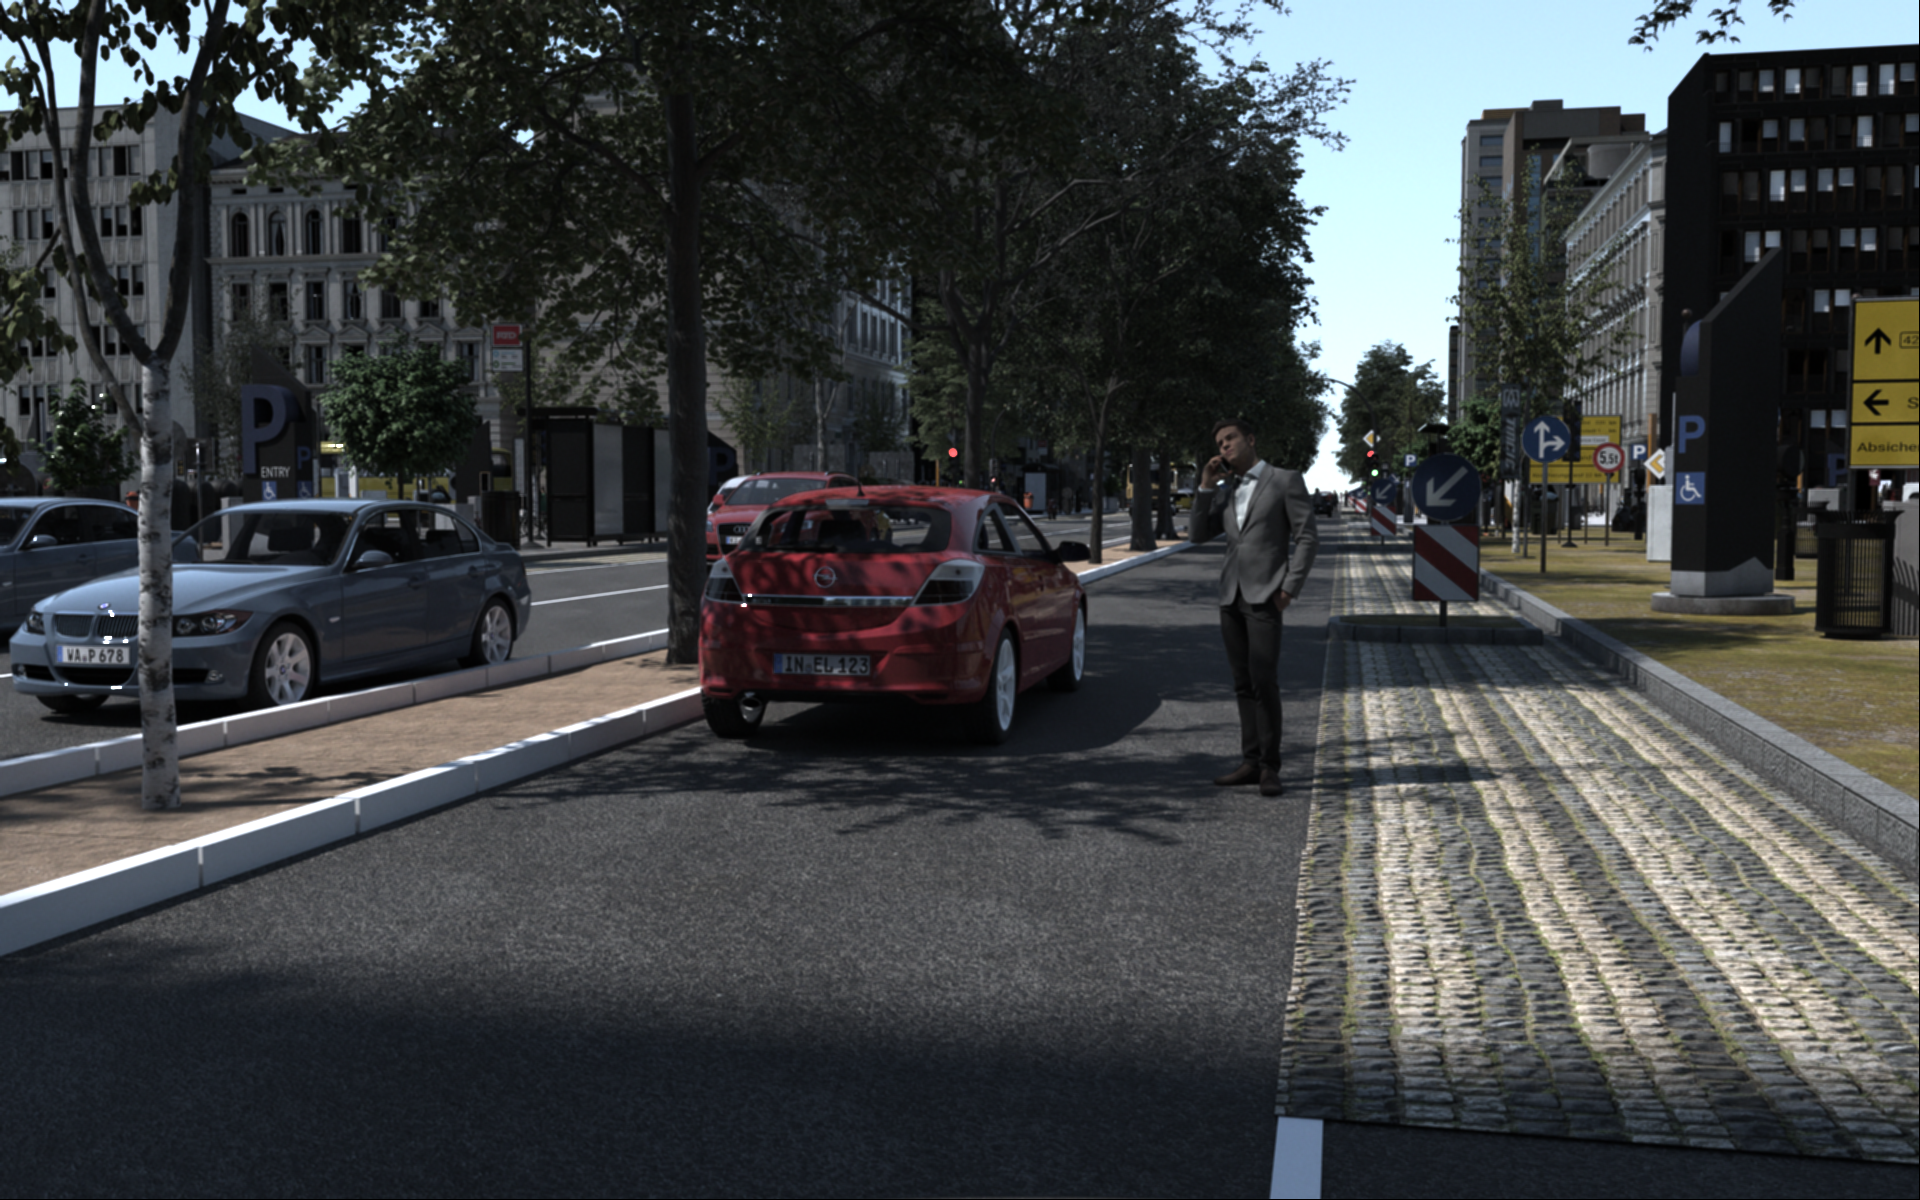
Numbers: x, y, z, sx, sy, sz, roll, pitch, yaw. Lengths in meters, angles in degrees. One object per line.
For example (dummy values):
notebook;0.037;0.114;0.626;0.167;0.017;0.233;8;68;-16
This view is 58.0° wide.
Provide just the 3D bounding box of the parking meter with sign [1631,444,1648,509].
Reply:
parking meter with sign;24.049;-3.978;61.305;0.543;3.016;1.738;2;4;24

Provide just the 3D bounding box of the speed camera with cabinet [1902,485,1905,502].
speed camera with cabinet;14.642;-1.871;24.926;0.660;3.252;2.038;-1;4;-21

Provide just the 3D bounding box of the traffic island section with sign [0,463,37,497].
traffic island section with sign;-11.543;-0.713;20.292;1.989;1.847;2.006;1;4;12

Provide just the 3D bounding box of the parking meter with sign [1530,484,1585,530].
parking meter with sign;21.218;-4.000;61.654;1.738;3.016;0.543;1;4;19

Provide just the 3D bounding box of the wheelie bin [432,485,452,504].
wheelie bin;-18.275;-3.239;60.862;0.693;1.594;0.980;-2;4;-33

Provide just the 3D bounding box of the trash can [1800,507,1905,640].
trash can;7.941;-0.227;15.369;0.748;1.137;0.748;0;3;0

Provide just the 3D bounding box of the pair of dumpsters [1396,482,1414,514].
pair of dumpsters;28.435;-6.638;111.019;1.574;2.255;4.437;1;4;12

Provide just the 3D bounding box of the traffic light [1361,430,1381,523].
traffic light;17.892;-5.292;75.451;0.839;4.253;0.868;1;4;12

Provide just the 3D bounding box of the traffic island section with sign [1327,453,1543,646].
traffic island section with sign;4.717;-0.536;17.387;1.989;1.847;2.006;1;4;12

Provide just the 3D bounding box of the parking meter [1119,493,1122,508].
parking meter;13.965;-8.808;149.726;0.399;1.863;0.255;-1;4;-19

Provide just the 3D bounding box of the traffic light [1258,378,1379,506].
traffic light;14.104;-5.706;67.965;4.771;5.953;1.251;1;4;12

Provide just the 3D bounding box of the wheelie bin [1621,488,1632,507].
wheelie bin;35.144;-5.067;90.745;0.980;1.594;0.693;2;4;27

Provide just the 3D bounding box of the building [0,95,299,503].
building;-54.007;-17.907;110.801;19.932;24.808;12.078;1;4;12

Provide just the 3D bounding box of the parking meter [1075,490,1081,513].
parking meter;8.575;-7.184;125.869;0.372;1.533;0.369;0;3;0

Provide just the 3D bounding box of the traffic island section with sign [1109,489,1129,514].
traffic island section with sign;12.036;-7.228;126.808;1.989;1.847;2.006;1;4;12

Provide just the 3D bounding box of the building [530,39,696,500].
building;-15.896;-19.604;106.426;13.634;28.700;20.117;1;4;12

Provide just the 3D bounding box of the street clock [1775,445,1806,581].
street clock;12.257;-1.292;25.688;0.471;2.002;0.358;-1;4;-23

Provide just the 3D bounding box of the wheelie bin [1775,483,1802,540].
wheelie bin;23.273;-2.506;48.873;0.980;1.594;0.693;0;4;3

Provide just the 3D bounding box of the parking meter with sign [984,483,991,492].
parking meter with sign;1.961;-7.289;115.433;0.543;3.016;1.738;3;5;43

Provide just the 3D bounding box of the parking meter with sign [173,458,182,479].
parking meter with sign;-28.437;-4.019;61.964;1.738;3.016;0.543;3;5;43

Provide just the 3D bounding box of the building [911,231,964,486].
building;-7.387;-19.242;144.291;12.332;23.373;15.834;1;4;12

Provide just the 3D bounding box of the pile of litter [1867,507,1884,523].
pile of litter;39.235;-3.661;73.822;1.719;0.858;1.176;-1;4;-17

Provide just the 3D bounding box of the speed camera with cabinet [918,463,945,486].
speed camera with cabinet;-1.865;-7.641;119.271;2.038;3.252;0.660;1;4;12

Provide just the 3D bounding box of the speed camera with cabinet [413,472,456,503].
speed camera with cabinet;-20.650;-4.557;68.843;2.038;3.252;0.660;0;4;-7

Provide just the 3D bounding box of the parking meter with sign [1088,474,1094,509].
parking meter with sign;11.287;-9.348;149.094;0.543;3.016;1.738;0;4;-6

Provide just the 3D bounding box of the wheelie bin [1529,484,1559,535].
wheelie bin;18.361;-2.845;54.428;0.693;1.594;0.980;-2;4;-31

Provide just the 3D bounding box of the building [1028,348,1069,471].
building;-3.646;-21.355;194.197;27.650;21.520;28.899;1;4;12

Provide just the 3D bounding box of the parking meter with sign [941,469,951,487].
parking meter with sign;-0.842;-6.766;106.892;0.543;3.016;1.738;-2;4;-26

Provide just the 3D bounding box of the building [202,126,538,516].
building;-34.493;-16.956;106.117;19.941;23.489;11.050;1;4;12

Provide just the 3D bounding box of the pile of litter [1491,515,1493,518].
pile of litter;28.826;-4.796;92.381;1.176;0.858;1.719;0;4;-3

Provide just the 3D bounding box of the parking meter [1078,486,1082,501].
parking meter;8.936;-7.614;130.197;0.255;1.863;0.399;-2;4;-29

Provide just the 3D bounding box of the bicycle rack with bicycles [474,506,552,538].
bicycle rack with bicycles;-12.962;-2.334;51.541;2.925;0.926;2.852;2;4;25

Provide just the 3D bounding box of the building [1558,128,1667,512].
building;53.568;-21.131;121.913;17.030;29.872;44.131;1;4;12

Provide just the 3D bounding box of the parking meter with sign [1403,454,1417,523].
parking meter with sign;19.839;-4.906;76.468;0.543;3.016;1.738;1;4;13

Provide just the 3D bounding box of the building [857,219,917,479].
building;-11.812;-20.821;126.325;13.634;28.700;20.117;1;4;12

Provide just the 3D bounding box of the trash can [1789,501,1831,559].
trash can;16.881;-1.394;34.447;0.748;1.137;0.748;0;3;0

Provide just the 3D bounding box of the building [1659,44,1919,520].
building;45.874;-15.897;89.595;15.834;23.373;12.332;1;4;12

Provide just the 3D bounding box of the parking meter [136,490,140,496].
parking meter;-46.418;-5.483;98.062;0.372;1.533;0.369;0;3;0

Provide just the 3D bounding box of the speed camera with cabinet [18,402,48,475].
speed camera with cabinet;-20.068;-2.672;38.031;0.660;3.252;2.038;-1;4;-11

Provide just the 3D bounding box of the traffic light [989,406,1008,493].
traffic light;3.584;-6.358;78.628;4.771;5.953;1.251;1;4;12

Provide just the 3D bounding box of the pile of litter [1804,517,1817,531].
pile of litter;30.125;-2.829;60.220;1.176;0.858;1.719;0;4;-5

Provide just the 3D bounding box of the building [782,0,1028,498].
building;-5.754;-33.292;168.027;21.300;48.544;21.600;1;4;12

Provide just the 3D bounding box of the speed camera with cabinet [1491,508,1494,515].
speed camera with cabinet;30.076;-6.352;98.185;2.038;3.252;0.660;0;4;-6

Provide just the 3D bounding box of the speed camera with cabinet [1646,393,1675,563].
speed camera with cabinet;13.712;-2.374;33.155;0.660;3.252;2.038;2;4;34

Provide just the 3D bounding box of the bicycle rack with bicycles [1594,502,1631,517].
bicycle rack with bicycles;33.735;-4.447;86.098;2.852;0.926;2.925;-1;4;-11

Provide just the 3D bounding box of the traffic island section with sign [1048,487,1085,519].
traffic island section with sign;6.210;-5.618;100.488;1.989;1.847;2.006;1;4;12

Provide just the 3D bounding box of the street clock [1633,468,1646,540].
street clock;18.947;-2.675;48.310;0.358;2.002;0.471;1;4;11

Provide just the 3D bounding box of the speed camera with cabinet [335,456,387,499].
speed camera with cabinet;-25.715;-4.894;74.355;2.038;3.252;0.660;-2;4;-34

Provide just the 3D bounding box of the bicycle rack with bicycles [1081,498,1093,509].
bicycle rack with bicycles;10.976;-8.050;144.994;2.925;0.926;2.852;-3;5;-42

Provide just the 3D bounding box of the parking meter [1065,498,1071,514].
parking meter;6.905;-6.251;110.608;0.372;1.533;0.369;0;3;0

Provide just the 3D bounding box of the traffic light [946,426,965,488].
traffic light;-0.204;-5.035;71.249;0.839;4.253;0.868;1;4;12

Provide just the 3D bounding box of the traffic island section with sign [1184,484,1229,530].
traffic island section with sign;10.057;-3.745;69.361;2.006;1.907;1.989;1;4;12

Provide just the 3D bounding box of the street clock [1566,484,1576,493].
street clock;28.207;-4.616;80.043;0.471;2.002;0.358;0;4;-4

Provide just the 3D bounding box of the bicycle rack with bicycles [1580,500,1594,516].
bicycle rack with bicycles;35.671;-5.294;99.933;2.925;0.926;2.852;1;4;19

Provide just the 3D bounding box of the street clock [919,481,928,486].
street clock;-2.055;-5.695;97.688;0.471;2.002;0.358;-2;4;-31
